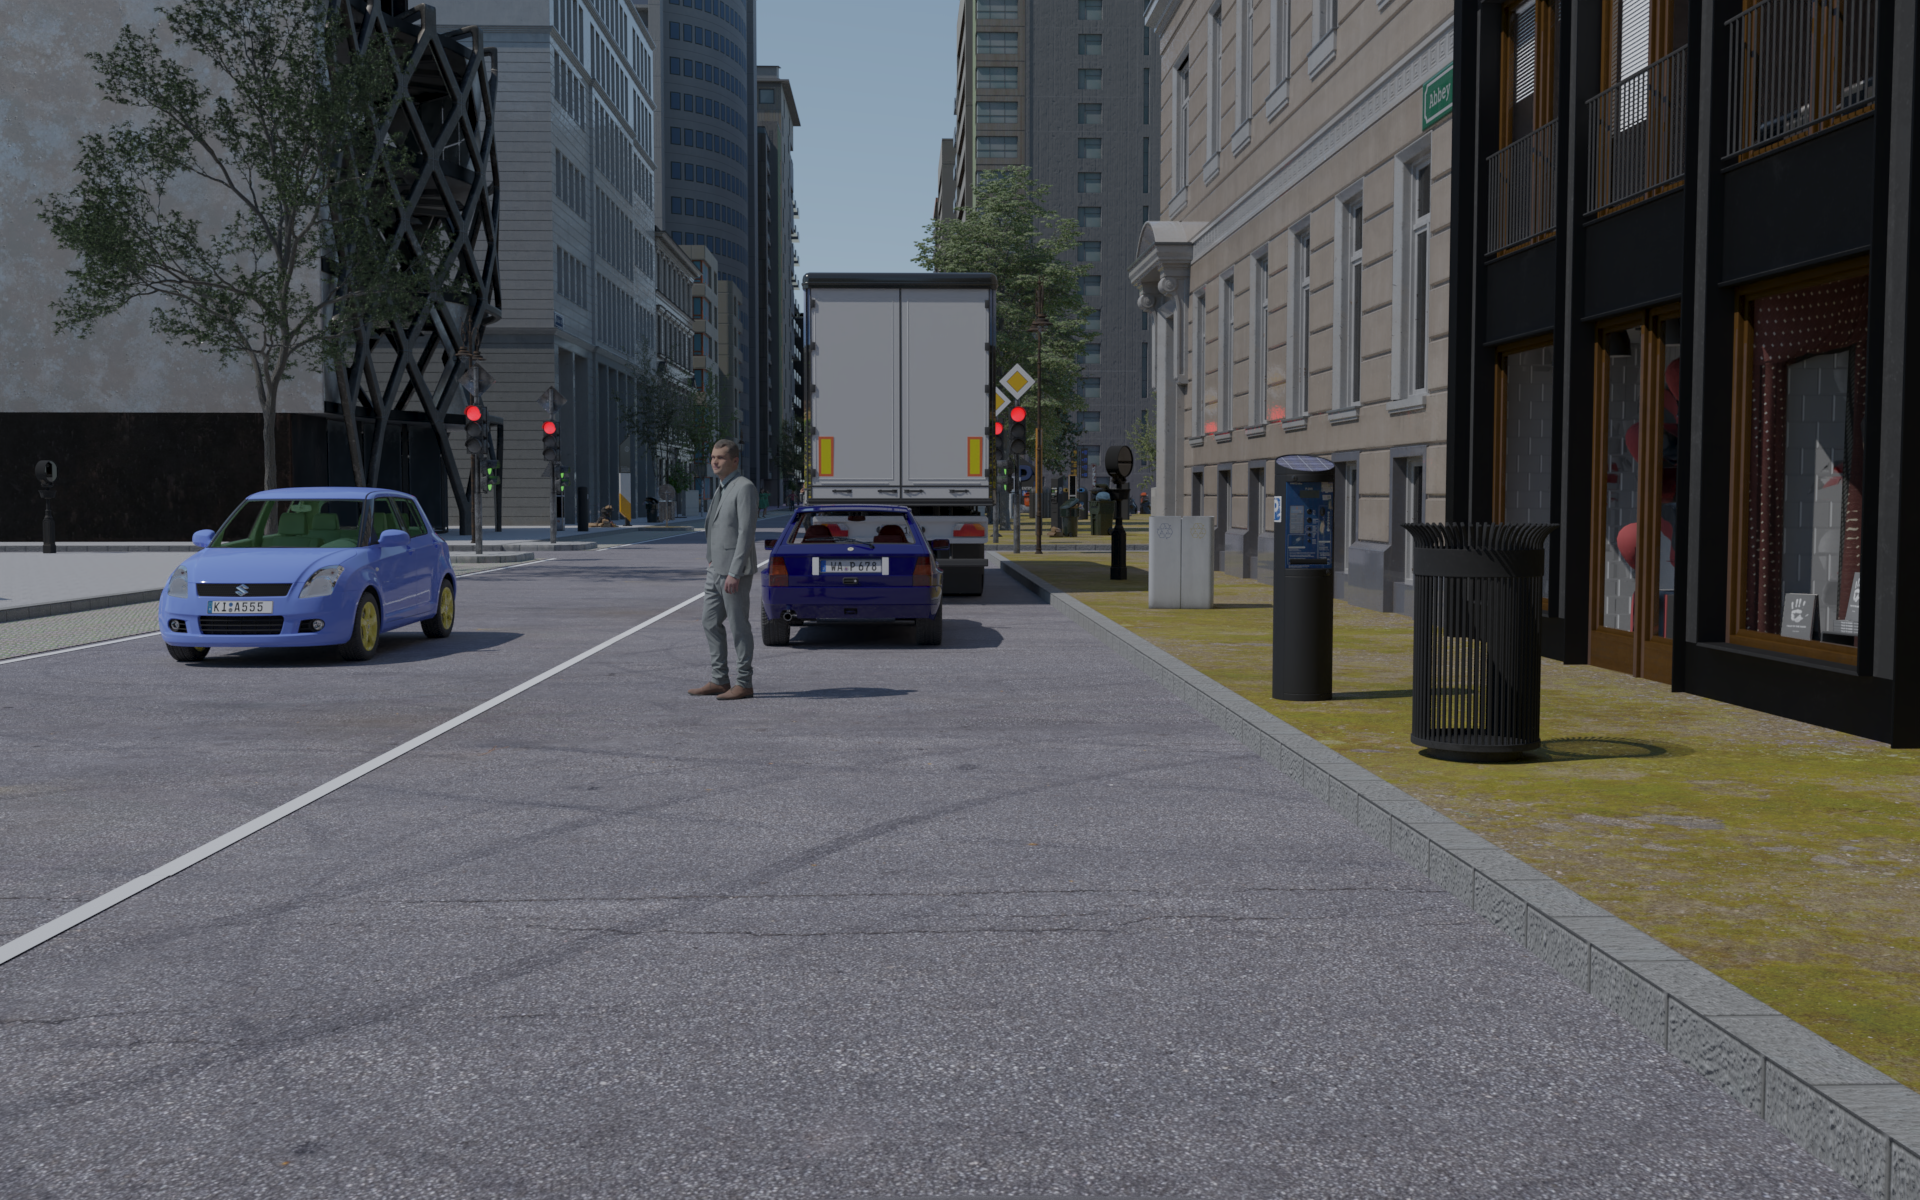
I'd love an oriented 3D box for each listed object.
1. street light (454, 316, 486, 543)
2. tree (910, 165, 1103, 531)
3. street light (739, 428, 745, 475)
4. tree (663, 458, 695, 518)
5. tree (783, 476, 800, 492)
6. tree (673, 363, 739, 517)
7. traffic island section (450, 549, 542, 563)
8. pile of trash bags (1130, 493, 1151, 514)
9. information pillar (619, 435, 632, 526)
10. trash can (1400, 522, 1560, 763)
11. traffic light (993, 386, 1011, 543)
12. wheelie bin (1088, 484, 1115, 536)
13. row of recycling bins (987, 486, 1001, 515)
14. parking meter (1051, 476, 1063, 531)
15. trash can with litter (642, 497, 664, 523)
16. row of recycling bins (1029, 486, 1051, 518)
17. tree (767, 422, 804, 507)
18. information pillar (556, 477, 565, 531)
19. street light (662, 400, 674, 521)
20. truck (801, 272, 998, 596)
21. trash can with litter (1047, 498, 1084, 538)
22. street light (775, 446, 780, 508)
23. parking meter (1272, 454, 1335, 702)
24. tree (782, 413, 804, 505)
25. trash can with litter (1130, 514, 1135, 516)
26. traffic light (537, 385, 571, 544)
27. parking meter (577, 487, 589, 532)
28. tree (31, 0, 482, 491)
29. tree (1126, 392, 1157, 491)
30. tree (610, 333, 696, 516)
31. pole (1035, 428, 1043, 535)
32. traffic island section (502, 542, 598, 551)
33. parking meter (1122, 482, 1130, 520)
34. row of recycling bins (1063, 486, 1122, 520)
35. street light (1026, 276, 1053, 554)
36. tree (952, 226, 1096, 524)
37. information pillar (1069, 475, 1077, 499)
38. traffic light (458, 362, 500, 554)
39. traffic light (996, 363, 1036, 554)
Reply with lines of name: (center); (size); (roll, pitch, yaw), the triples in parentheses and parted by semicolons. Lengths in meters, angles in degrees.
street light: (-12.676, -4.416, 44.991); (0.468, 5.910, 1.993); (0, 4, -2)
tree: (1.335, -8.689, 60.200); (7.486, 12.596, 7.792); (0, 3, 0)
street light: (-15.305, -9.096, 121.503); (0.468, 5.910, 1.993); (0, 4, -2)
tree: (-15.054, -6.019, 93.012); (1.663, 3.219, 1.824); (0, 3, 0)
tree: (-18.051, -11.579, 183.915); (1.663, 3.219, 1.824); (0, 3, 0)
tree: (-14.592, -9.026, 97.935); (4.737, 8.622, 4.395); (0, 3, 0)
traffic island section: (-10.285, -0.899, 36.977); (2.009, 0.180, 2.903); (0, 4, -2)
pile of trash bags: (11.535, -6.188, 110.918); (1.912, 1.369, 3.447); (1, 4, 15)
information pillar: (-13.316, -4.742, 68.885); (0.504, 3.616, 0.183); (-3, 5, -44)
trash can: (2.524, 0.195, 8.458); (0.748, 1.137, 0.748); (0, 3, 0)
traffic light: (0.920, -3.445, 45.254); (0.839, 4.253, 0.868); (0, 4, -2)
wheelie bin: (4.397, -2.799, 53.677); (0.693, 1.594, 0.980); (-2, 4, -29)
row of recycling bins: (1.815, -4.776, 85.205); (1.069, 1.692, 3.534); (0, 4, 1)
parking meter: (3.067, -3.004, 54.833); (0.255, 1.863, 0.399); (2, 4, 34)
trash can with litter: (-13.744, -4.055, 77.691); (0.624, 1.170, 1.055); (1, 4, 19)
row of recycling bins: (4.418, -5.270, 93.279); (1.069, 1.692, 3.534); (1, 4, 12)
tree: (-17.597, -13.825, 176.404); (4.360, 8.622, 3.978); (0, 3, 0)
information pillar: (-13.965, -3.418, 60.370); (0.304, 2.012, 0.304); (0, 4, 2)
street light: (-13.965, -6.719, 82.637); (0.468, 5.910, 1.993); (0, 4, -2)
truck: (-0.931, -2.363, 27.544); (2.839, 4.237, 11.283); (0, 4, -2)
trash can with litter: (3.113, -2.440, 51.276); (1.055, 1.170, 0.624); (-3, 4, -39)
street light: (-16.749, -11.418, 159.464); (0.468, 5.910, 1.993); (0, 4, -2)
parking meter: (2.150, -0.149, 10.839); (0.372, 1.533, 0.369); (0, 3, 0)
tree: (-18.419, -16.083, 197.362); (8.767, 10.594, 7.601); (0, 4, -3)
trash can with litter: (9.151, -5.511, 101.158); (2.233, 1.210, 1.678); (0, 4, 1)
traffic light: (-10.534, -3.419, 44.824); (0.839, 4.253, 0.868); (0, 4, -2)
parking meter: (-12.927, -3.116, 59.350); (0.372, 1.533, 0.369); (0, 3, 0)
tree: (-12.182, -5.831, 29.754); (8.767, 10.594, 7.601); (1, 4, 17)
tree: (13.617, -10.259, 118.094); (4.737, 8.622, 4.395); (0, 3, 0)
tree: (-13.819, -7.862, 78.899); (4.360, 8.622, 3.978); (0, 3, 0)
pole: (2.455, -3.667, 53.798); (0.158, 3.312, 0.155); (0, 3, 0)
traffic island section: (-10.574, -1.387, 44.957); (2.009, 0.180, 2.903); (0, 4, -2)
parking meter: (8.204, -4.904, 85.893); (0.399, 1.863, 0.255); (2, 4, 24)
row of recycling bins: (6.448, -4.868, 86.703); (3.534, 1.692, 1.069); (0, 4, 1)
street light: (1.689, -3.923, 36.927); (0.468, 5.910, 1.993); (0, 4, -2)
tree: (1.344, -9.601, 73.987); (9.611, 12.733, 9.660); (0, 3, 0)
information pillar: (4.329, -3.801, 66.636); (0.304, 2.012, 0.304); (0, 4, 2)
traffic light: (-10.244, -2.931, 36.844); (0.839, 4.253, 0.868); (0, 4, -2)
traffic light: (1.209, -2.957, 37.274); (0.839, 4.253, 0.868); (0, 4, -2)
